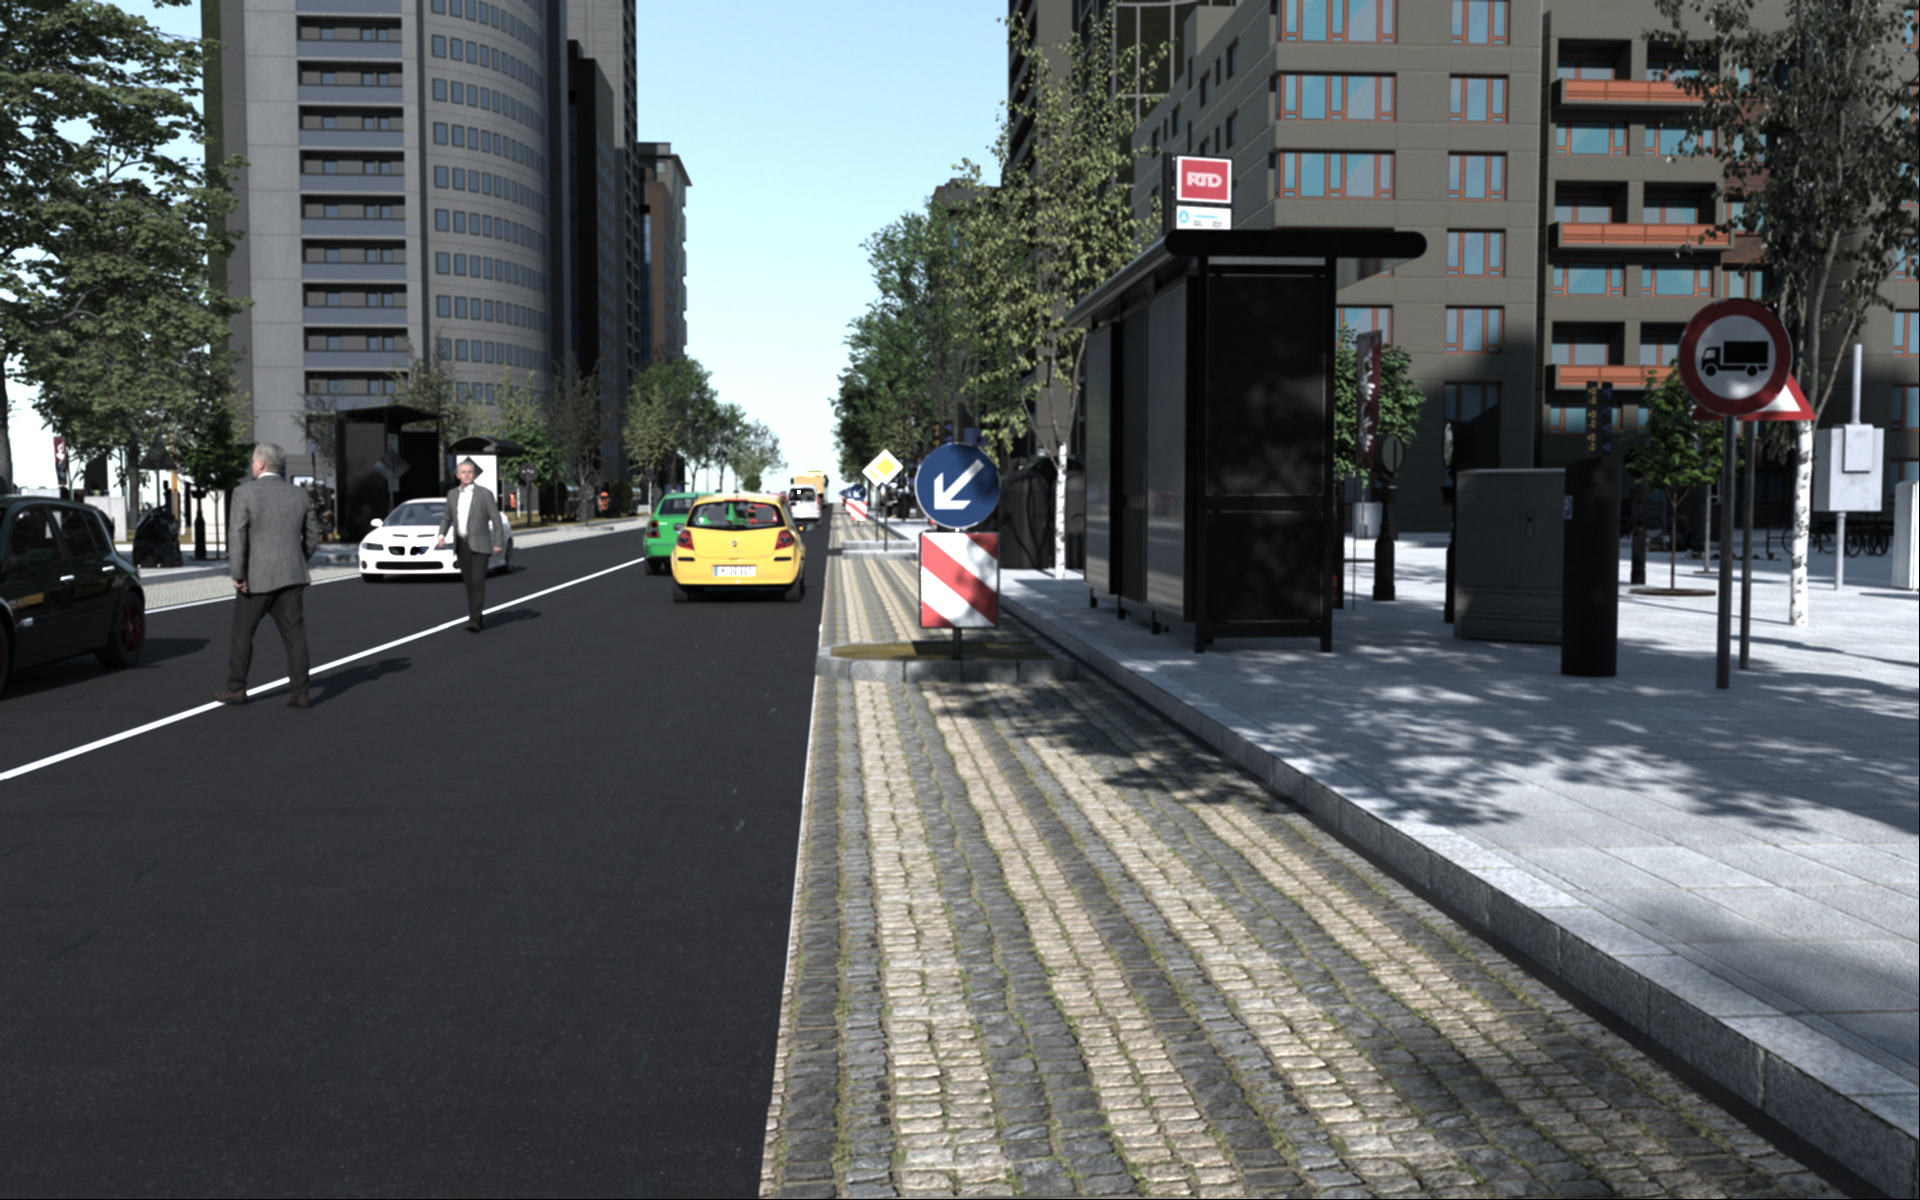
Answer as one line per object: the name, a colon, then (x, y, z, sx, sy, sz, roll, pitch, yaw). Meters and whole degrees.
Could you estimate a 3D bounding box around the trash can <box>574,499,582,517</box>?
trash can: (-21.044, -5.138, 95.659, 0.748, 1.137, 0.748, 0, 3, 0)

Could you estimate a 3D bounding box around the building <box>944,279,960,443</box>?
building: (4.774, -28.106, 231.235, 14.160, 30.474, 14.107, 0, 4, -4)

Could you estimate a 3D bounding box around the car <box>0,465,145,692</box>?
car: (-7.582, -0.192, 12.922, 2.009, 1.686, 4.222, 0, 4, -5)

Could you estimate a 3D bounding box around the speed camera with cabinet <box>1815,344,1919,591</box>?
speed camera with cabinet: (12.554, -1.759, 23.095, 2.038, 3.252, 0.660, 0, 4, 5)

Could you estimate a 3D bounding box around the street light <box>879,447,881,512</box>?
street light: (-5.618, -9.060, 120.916, 0.468, 5.910, 1.993, 0, 4, -4)

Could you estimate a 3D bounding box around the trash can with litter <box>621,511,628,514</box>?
trash can with litter: (-21.707, -6.080, 110.794, 1.055, 1.170, 0.624, 0, 4, -8)

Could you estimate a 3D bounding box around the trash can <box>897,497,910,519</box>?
trash can: (-2.946, -4.817, 90.407, 0.748, 1.137, 0.748, 0, 3, 0)

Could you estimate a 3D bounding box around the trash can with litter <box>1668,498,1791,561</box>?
trash can with litter: (15.154, -1.397, 33.891, 2.233, 1.210, 1.678, 2, 4, 31)

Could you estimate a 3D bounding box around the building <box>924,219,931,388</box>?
building: (5.882, -37.469, 267.235, 22.147, 44.769, 28.867, 0, 4, -4)

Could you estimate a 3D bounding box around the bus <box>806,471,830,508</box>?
bus: (-15.323, -11.647, 181.982, 2.896, 3.916, 12.252, 0, 4, -2)

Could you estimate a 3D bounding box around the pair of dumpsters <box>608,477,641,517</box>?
pair of dumpsters: (-19.403, -5.963, 99.994, 1.574, 2.255, 4.437, 0, 4, -4)

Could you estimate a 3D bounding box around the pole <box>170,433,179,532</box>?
pole: (-26.259, -3.917, 57.892, 0.158, 3.312, 0.155, 0, 3, 0)

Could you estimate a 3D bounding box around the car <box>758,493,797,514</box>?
car: (-7.542, -3.637, 68.499, 2.155, 1.783, 4.494, 0, 4, -6)

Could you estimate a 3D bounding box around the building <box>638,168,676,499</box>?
building: (-47.298, -36.148, 241.127, 14.600, 45.320, 14.200, 0, 4, -4)

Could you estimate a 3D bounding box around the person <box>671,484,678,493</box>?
person: (-10.293, -3.277, 62.357, 0.678, 1.792, 0.850, -2, 4, -35)

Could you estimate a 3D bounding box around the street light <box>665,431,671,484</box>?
street light: (-20.669, -9.163, 122.608, 0.468, 5.910, 1.993, 0, 4, -4)

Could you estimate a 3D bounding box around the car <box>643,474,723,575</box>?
car: (-4.767, -1.425, 32.092, 1.959, 1.807, 4.718, 0, 4, -3)

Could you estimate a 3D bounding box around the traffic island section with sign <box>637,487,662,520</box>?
traffic island section with sign: (-16.574, -5.267, 94.738, 1.989, 1.847, 2.006, 0, 4, -4)

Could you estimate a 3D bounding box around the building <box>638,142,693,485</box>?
building: (-55.619, -41.135, 261.789, 28.713, 52.752, 27.495, 0, 4, -4)

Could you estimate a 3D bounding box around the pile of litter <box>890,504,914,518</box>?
pile of litter: (-3.070, -4.799, 92.429, 1.176, 0.858, 1.719, -1, 4, -22)

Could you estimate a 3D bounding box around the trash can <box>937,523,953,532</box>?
trash can: (-0.444, -2.707, 55.907, 0.748, 1.137, 0.748, 0, 3, 0)

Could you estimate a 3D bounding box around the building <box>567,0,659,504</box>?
building: (-49.864, -47.963, 222.451, 20.563, 71.187, 20.611, 0, 4, -4)

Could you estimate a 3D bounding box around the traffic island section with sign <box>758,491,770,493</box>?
traffic island section with sign: (-26.170, -13.363, 227.105, 1.989, 1.847, 2.006, 0, 4, -4)

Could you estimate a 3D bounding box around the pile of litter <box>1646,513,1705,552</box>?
pile of litter: (15.906, -1.514, 38.726, 1.719, 0.858, 1.176, 1, 4, 12)

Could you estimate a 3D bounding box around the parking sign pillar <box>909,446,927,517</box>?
parking sign pillar: (-2.603, -6.649, 97.180, 1.447, 3.967, 1.447, 0, 4, 0)

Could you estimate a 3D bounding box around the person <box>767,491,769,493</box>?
person: (-16.970, -8.758, 152.370, 1.217, 1.739, 0.721, 2, 4, 32)

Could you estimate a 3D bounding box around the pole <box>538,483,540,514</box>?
pole: (-27.025, -7.185, 111.318, 0.158, 3.312, 0.155, 0, 3, 0)

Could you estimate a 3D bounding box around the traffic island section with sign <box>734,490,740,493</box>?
traffic island section with sign: (-22.220, -10.029, 172.598, 1.989, 1.847, 2.006, 0, 4, -4)

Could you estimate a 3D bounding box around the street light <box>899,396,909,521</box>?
street light: (-2.650, -6.666, 81.780, 0.468, 5.910, 1.993, 0, 4, -4)

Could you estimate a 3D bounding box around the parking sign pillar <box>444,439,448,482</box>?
parking sign pillar: (-24.914, -5.934, 85.490, 1.447, 3.967, 1.447, 1, 4, 16)

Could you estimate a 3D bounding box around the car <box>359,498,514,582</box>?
car: (-8.930, -1.068, 29.828, 2.083, 1.381, 4.827, 0, 4, -4)

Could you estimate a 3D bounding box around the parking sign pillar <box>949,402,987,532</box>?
parking sign pillar: (0.389, -3.846, 51.357, 1.447, 3.967, 1.447, 2, 4, 24)

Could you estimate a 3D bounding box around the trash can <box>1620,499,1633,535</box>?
trash can: (20.711, -2.603, 54.217, 0.748, 1.137, 0.748, 0, 3, 0)

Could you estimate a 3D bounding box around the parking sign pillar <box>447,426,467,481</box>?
parking sign pillar: (-19.751, -4.970, 69.729, 1.447, 3.967, 1.447, -1, 4, -16)

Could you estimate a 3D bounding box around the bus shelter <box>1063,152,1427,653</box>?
bus shelter: (2.369, -2.475, 18.092, 2.179, 5.291, 8.768, 0, 4, -4)

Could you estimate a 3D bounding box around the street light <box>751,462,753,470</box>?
street light: (-29.287, -16.572, 243.745, 0.468, 5.910, 1.993, 0, 4, -4)

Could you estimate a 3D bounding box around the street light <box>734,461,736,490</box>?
street light: (-26.599, -14.213, 205.163, 0.468, 5.910, 1.993, 0, 4, -4)

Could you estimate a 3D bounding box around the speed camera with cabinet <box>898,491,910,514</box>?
speed camera with cabinet: (-2.580, -6.550, 101.422, 2.038, 3.252, 0.660, 1, 4, 18)

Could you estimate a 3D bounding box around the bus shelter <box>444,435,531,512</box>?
bus shelter: (-17.001, -4.202, 62.624, 2.014, 3.302, 5.546, 0, 4, -4)

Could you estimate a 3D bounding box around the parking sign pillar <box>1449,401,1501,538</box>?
parking sign pillar: (15.014, -3.788, 50.408, 1.447, 3.967, 1.447, 1, 4, 15)

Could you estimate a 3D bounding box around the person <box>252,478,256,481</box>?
person: (-12.338, -1.301, 30.525, 0.760, 1.731, 0.466, 2, 4, 28)

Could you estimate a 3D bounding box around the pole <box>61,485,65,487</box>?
pole: (-58.519, -7.289, 113.017, 0.158, 3.312, 0.155, 0, 3, 0)

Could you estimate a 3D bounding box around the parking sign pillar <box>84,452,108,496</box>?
parking sign pillar: (-53.397, -7.251, 107.025, 1.447, 3.967, 1.447, 3, 5, 42)

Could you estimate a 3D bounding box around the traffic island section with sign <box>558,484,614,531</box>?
traffic island section with sign: (-14.633, -3.622, 67.853, 1.989, 1.847, 2.006, 0, 4, -4)

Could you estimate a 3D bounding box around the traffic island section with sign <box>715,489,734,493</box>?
traffic island section with sign: (-20.272, -8.384, 145.713, 1.989, 1.847, 2.006, 0, 4, -4)

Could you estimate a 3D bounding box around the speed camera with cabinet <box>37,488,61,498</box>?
speed camera with cabinet: (-25.442, -3.212, 46.854, 0.660, 3.252, 2.038, 2, 4, 27)

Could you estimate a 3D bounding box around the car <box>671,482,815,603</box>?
car: (-3.051, -0.861, 24.294, 2.015, 1.641, 3.980, 0, 4, -4)

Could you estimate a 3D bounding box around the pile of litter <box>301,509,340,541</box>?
pile of litter: (-17.729, -2.070, 47.815, 1.176, 0.858, 1.719, -1, 4, -19)

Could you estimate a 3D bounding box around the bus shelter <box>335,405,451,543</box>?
bus shelter: (-15.802, -3.507, 48.623, 1.731, 3.624, 6.357, 0, 4, -4)

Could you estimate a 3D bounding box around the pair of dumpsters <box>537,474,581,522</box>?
pair of dumpsters: (-18.653, -4.769, 80.471, 1.574, 2.255, 4.437, 0, 4, -4)

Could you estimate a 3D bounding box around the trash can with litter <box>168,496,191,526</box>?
trash can with litter: (-31.004, -3.567, 69.372, 2.233, 1.210, 1.678, -1, 4, -18)

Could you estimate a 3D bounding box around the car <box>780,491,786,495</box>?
car: (-23.497, -13.741, 233.343, 2.281, 1.827, 5.304, 0, 4, -2)

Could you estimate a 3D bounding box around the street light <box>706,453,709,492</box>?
street light: (-23.431, -11.489, 160.626, 0.468, 5.910, 1.993, 0, 4, -4)

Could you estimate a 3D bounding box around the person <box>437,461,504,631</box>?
person: (-5.138, -0.563, 18.110, 0.661, 1.777, 0.834, 0, 4, 1)

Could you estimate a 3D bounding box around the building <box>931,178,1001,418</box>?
building: (3.154, -36.398, 245.217, 14.600, 45.320, 14.200, 0, 4, -4)

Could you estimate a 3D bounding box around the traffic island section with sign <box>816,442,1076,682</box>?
traffic island section with sign: (-0.175, -0.332, 14.062, 1.989, 1.847, 2.006, 0, 4, -4)

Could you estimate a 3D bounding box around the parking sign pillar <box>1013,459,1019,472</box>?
parking sign pillar: (4.124, -8.042, 119.966, 1.447, 3.967, 1.447, -1, 4, -22)

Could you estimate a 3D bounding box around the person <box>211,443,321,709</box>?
person: (-4.717, -0.173, 11.734, 0.834, 1.777, 0.661, 2, 4, 32)
